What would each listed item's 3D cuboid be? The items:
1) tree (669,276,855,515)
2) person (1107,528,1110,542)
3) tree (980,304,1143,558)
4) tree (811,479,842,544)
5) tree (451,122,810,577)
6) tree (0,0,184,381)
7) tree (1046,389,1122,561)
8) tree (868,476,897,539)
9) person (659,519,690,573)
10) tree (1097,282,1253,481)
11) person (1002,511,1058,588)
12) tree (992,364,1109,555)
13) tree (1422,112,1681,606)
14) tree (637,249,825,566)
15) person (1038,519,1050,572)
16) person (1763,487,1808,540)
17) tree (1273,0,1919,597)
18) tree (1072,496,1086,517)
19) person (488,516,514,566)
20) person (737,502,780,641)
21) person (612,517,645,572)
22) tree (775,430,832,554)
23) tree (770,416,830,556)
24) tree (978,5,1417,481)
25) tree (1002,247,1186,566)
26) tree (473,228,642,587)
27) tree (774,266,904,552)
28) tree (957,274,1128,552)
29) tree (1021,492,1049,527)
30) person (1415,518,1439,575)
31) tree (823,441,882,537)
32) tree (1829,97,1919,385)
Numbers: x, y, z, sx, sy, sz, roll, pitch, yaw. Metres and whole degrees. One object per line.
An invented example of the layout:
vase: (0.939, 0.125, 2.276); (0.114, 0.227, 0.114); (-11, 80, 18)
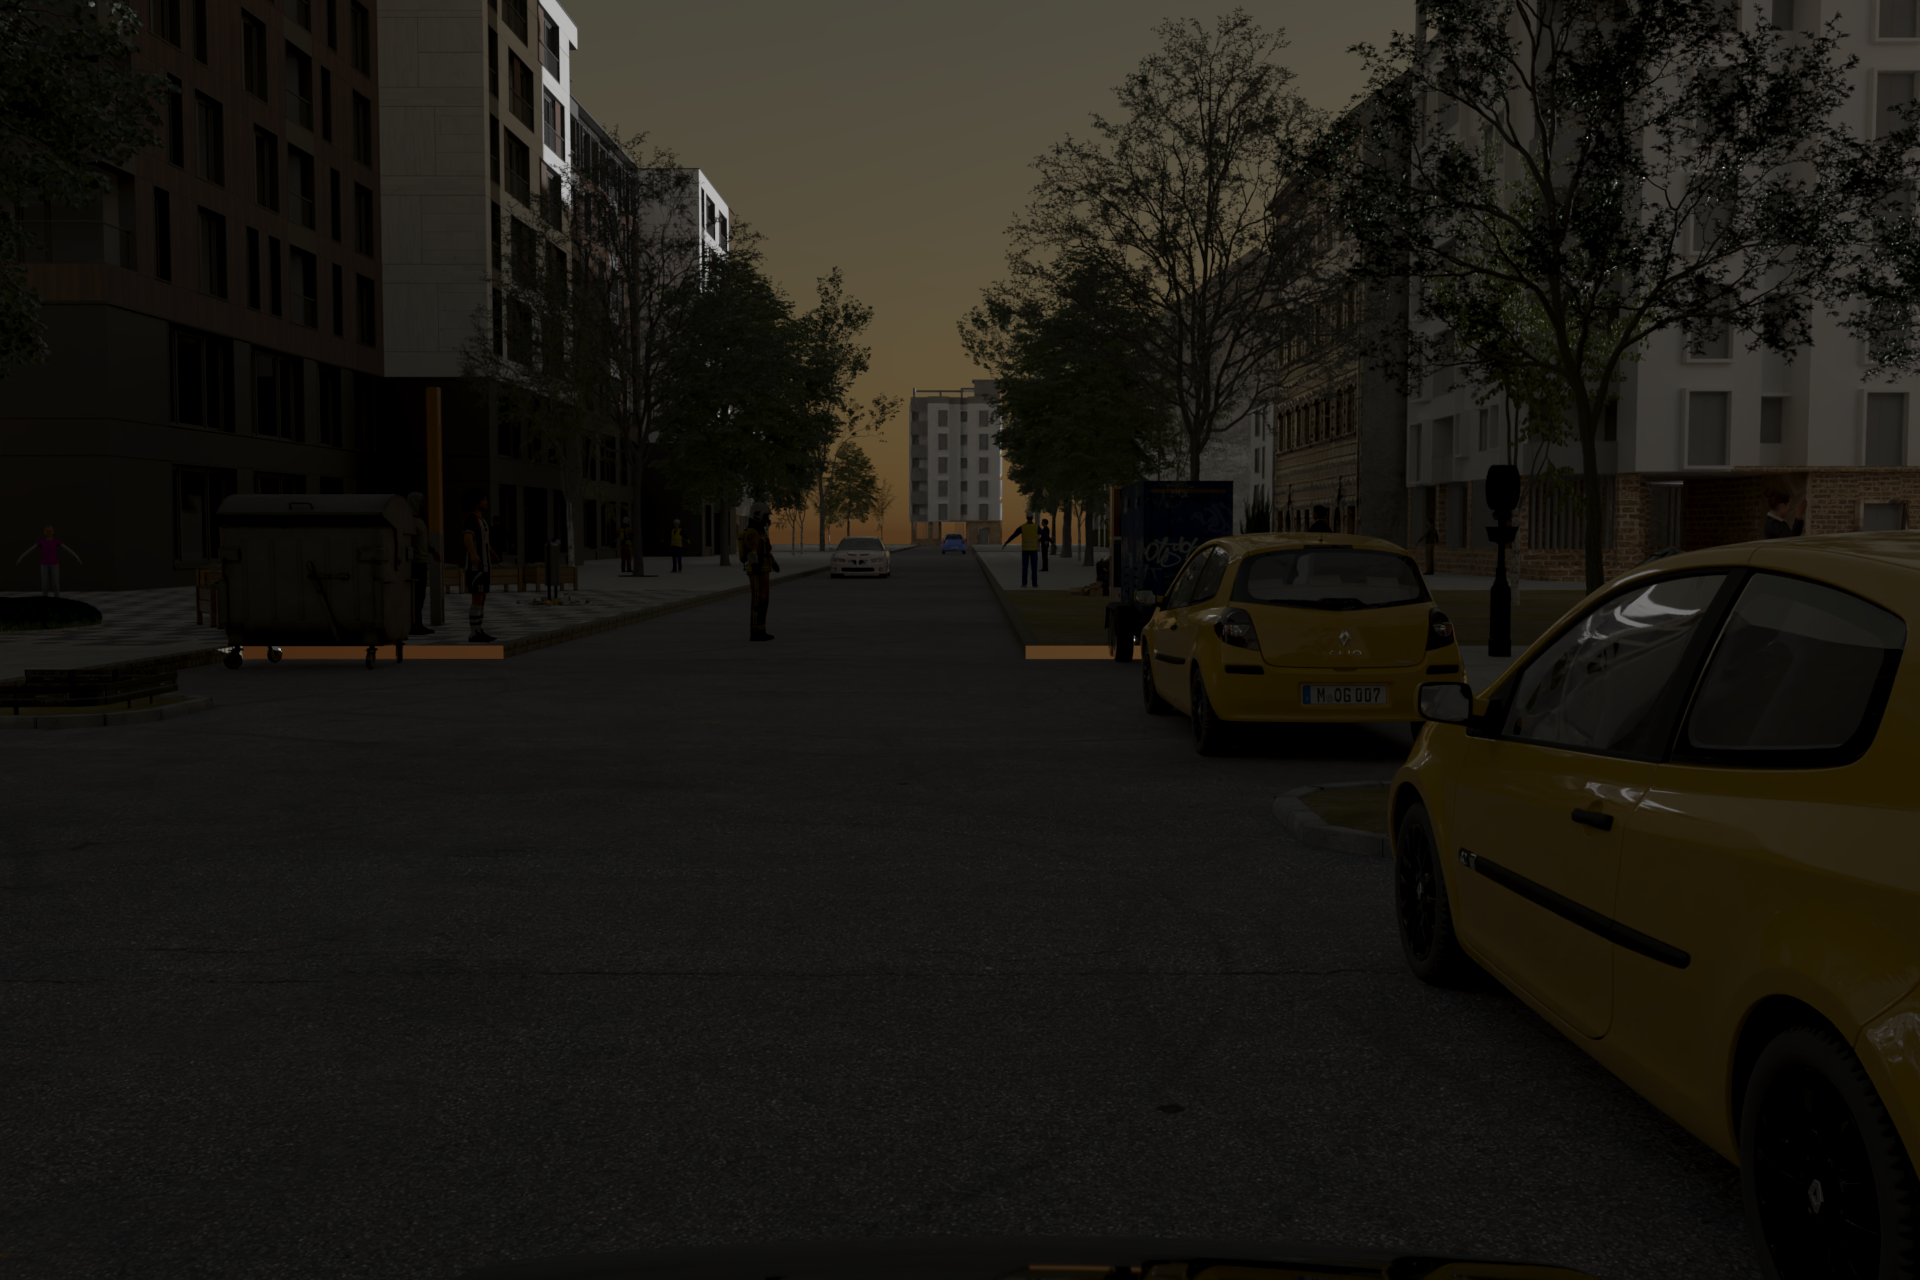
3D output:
tree: (-9.647, -10.813, 83.442); (9.857, 13.997, 8.962); (0, 3, 0)
person: (5.094, -3.076, 56.066); (0.705, 1.856, 1.354); (0, 4, -3)
tree: (5.779, -11.449, 93.841); (9.857, 13.997, 8.962); (0, 3, 0)
tree: (-16.720, -16.351, 217.695); (4.737, 8.622, 4.395); (0, 3, 0)
tree: (-9.702, -8.644, 51.702); (12.009, 13.543, 11.850); (0, 3, 0)
tree: (-12.645, -6.744, 16.927); (9.857, 13.997, 8.962); (0, 3, 0)
tree: (5.673, -7.973, 80.727); (4.737, 8.622, 4.395); (0, 3, 0)
tree: (-9.609, -16.366, 217.948); (4.360, 8.622, 3.978); (0, 3, 0)
person: (-9.484, -3.134, 57.700); (1.216, 1.772, 0.721); (2, 4, 26)
tree: (5.657, -6.104, 50.160); (4.360, 8.622, 3.978); (0, 3, 0)
person: (1.675, -2.178, 41.580); (1.349, 1.833, 0.705); (0, 4, 3)
tree: (5.826, -10.934, 104.519); (9.928, 11.665, 9.643); (0, 3, 0)
tree: (10.107, -4.910, 30.643); (4.737, 8.622, 4.395); (0, 3, 0)
tree: (-9.266, -9.227, 68.995); (7.486, 12.596, 7.792); (0, 3, 0)
person: (2.886, -3.260, 59.481); (0.705, 1.806, 1.347); (-1, 4, -10)
person: (7.773, -0.573, 16.216); (0.445, 1.727, 0.742); (-1, 4, -12)
tree: (8.470, -5.409, 22.845); (8.767, 10.594, 7.601); (0, 4, 8)
tree: (16.686, -17.015, 212.610); (7.601, 10.594, 8.767); (0, 4, 2)
person: (-13.092, -2.606, 48.837); (0.704, 1.802, 1.346); (3, 4, 37)
person: (-2.673, -0.922, 23.307); (0.705, 1.858, 1.354); (0, 4, 6)
person: (-11.206, -3.209, 58.239); (1.354, 1.858, 0.705); (2, 4, 27)
tree: (-9.951, -9.680, 108.630); (4.360, 8.622, 3.978); (0, 3, 0)
tree: (-10.009, -9.325, 102.831); (4.360, 8.622, 3.978); (0, 3, 0)
tree: (5.620, -7.978, 40.807); (12.009, 13.543, 11.850); (0, 3, 0)
tree: (5.328, -9.238, 69.164); (7.486, 12.596, 7.792); (0, 3, 0)
tree: (-9.412, -5.611, 42.105); (4.360, 8.622, 3.978); (0, 3, 0)
tree: (-10.403, -16.454, 124.919); (12.611, 20.169, 13.585); (0, 3, 0)
tree: (6.846, -16.259, 121.719); (12.611, 20.169, 13.585); (0, 3, 0)
tree: (10.082, -16.130, 214.095); (4.360, 8.622, 3.978); (0, 3, 0)
person: (14.717, -2.941, 54.349); (0.705, 1.796, 1.348); (3, 5, 43)
tree: (-13.167, -17.886, 210.565); (7.486, 12.596, 7.792); (0, 3, 0)
tree: (17.652, -5.689, 27.420); (7.601, 10.594, 8.767); (0, 4, 3)
